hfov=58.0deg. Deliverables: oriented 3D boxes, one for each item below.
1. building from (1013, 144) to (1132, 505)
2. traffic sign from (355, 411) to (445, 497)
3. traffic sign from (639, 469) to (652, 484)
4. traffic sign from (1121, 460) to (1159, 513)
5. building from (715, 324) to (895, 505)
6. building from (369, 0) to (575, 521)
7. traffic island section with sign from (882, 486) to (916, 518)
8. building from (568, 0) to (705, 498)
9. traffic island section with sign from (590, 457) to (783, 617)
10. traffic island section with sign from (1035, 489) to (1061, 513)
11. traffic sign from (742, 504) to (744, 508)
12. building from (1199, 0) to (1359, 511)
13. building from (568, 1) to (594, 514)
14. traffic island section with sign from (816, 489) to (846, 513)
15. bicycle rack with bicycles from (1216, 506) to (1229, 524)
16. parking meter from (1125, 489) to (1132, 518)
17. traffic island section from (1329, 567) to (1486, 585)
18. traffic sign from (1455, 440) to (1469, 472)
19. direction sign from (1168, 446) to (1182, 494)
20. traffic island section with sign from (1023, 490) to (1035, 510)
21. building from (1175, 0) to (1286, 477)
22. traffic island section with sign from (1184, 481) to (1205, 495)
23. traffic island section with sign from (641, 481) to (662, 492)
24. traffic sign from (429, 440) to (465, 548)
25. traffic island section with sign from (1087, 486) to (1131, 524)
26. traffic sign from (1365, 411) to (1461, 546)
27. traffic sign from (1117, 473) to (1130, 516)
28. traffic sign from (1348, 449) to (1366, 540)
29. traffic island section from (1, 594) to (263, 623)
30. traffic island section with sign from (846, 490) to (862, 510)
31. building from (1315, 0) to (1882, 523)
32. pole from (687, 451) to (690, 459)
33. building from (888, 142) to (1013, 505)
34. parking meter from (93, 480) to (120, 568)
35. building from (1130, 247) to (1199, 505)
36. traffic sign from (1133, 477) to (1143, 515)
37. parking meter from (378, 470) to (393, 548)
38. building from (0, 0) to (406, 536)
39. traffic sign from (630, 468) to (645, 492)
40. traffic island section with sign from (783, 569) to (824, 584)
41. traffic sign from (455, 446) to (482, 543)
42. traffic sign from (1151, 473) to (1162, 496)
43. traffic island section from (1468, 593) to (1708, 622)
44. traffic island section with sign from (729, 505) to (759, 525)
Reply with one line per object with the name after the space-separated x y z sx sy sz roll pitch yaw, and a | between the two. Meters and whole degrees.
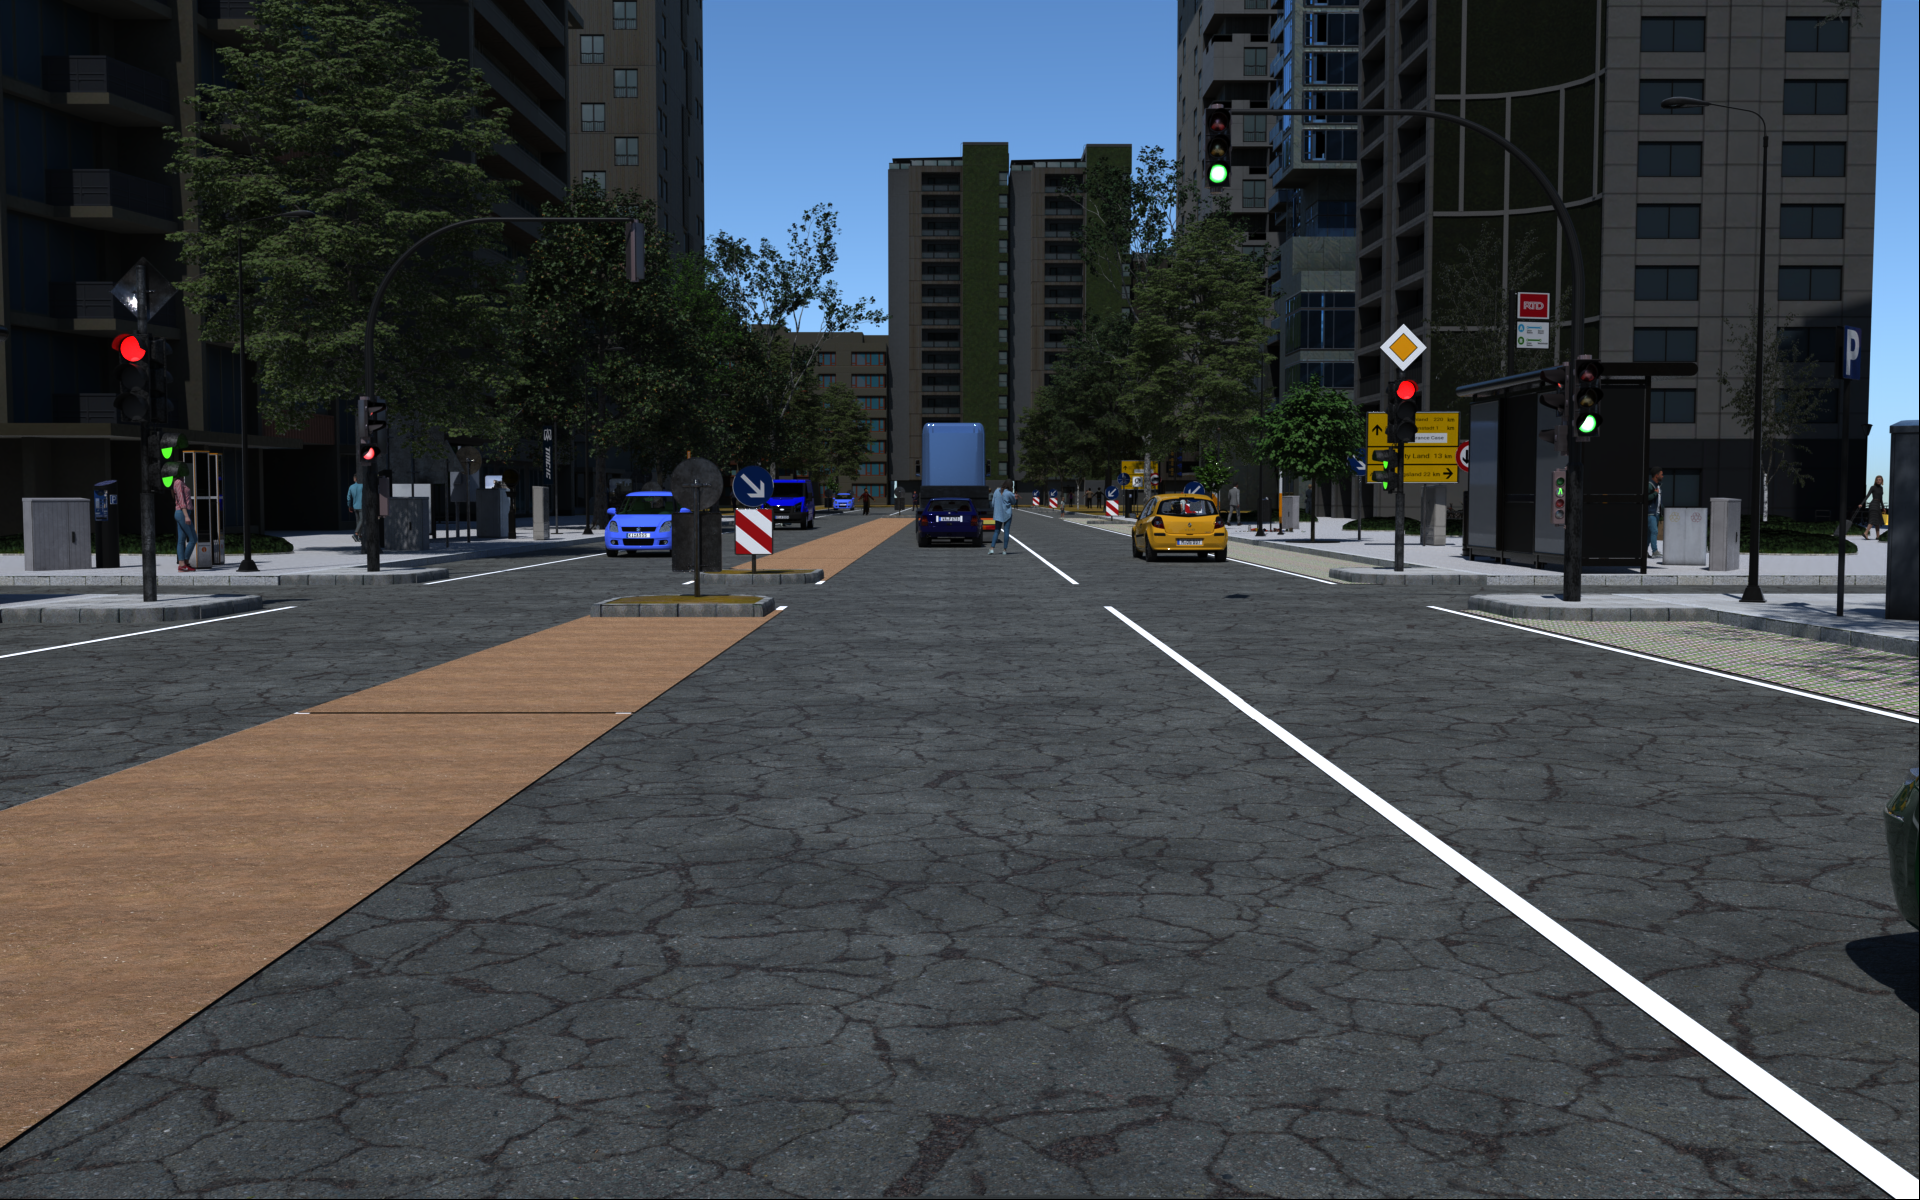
12.675 -31.904 205.227 14.086 41.232 14.154 0 4 0 | building
-13.782 -2.982 42.628 2.265 3.308 0.079 0 4 6 | traffic sign
-15.651 -5.255 86.032 0.768 2.556 0.104 0 4 7 | traffic sign
10.820 -6.757 104.343 2.265 3.308 0.079 0 4 7 | traffic sign
-22.928 -22.423 211.662 28.899 21.520 27.650 0 4 0 | building
-33.355 -28.538 90.291 21.300 48.544 21.600 0 4 0 | building
-3.631 -5.833 103.509 2.006 1.907 1.989 0 4 0 | traffic island section with sign
-37.463 -34.491 153.164 27.495 52.752 28.713 0 4 0 | building
-3.282 -0.785 20.964 2.006 1.907 1.989 0 4 0 | traffic island section with sign
6.887 -7.462 130.630 1.989 1.847 2.006 0 4 0 | traffic island section with sign
-12.814 -6.252 102.231 0.884 2.594 0.081 1 4 8 | traffic sign
30.875 -49.643 124.335 22.319 86.520 31.000 0 4 0 | building
-39.625 -25.889 115.162 32.217 40.220 23.993 0 4 0 | building
-9.842 -7.451 130.448 1.989 1.847 2.006 0 4 0 | traffic island section with sign
10.218 -3.740 74.530 2.925 0.926 2.852 2 4 24 | bicycle rack with bicycles
9.039 -5.167 92.888 0.372 1.533 0.369 0 3 0 | parking meter
7.311 -0.396 28.755 2.009 0.180 2.903 0 4 0 | traffic island section
12.062 -2.496 40.913 0.768 2.556 0.104 0 4 3 | traffic sign
10.089 -5.457 81.211 0.876 3.537 0.379 -3 4 -38 | direction sign
6.769 -9.111 157.585 1.989 1.847 2.006 0 4 0 | traffic island section with sign
34.319 -34.577 154.574 28.713 52.752 27.495 0 4 0 | building
7.200 -2.826 54.828 1.989 1.847 2.006 0 4 0 | traffic island section with sign
-9.517 -2.737 53.372 1.989 1.847 2.006 0 4 0 | traffic island section with sign
-12.286 -2.535 41.450 0.884 2.594 0.081 0 4 7 | traffic sign
7.086 -4.531 82.702 1.989 1.847 2.006 0 4 0 | traffic island section with sign
11.108 -2.978 42.558 2.265 3.308 0.079 0 4 5 | traffic sign
9.736 -6.289 102.934 0.768 2.556 0.104 1 4 8 | traffic sign
11.179 -2.954 48.407 0.768 2.556 0.104 0 4 6 | traffic sign
-9.697 0.096 20.704 2.009 0.180 2.903 0 4 0 | traffic island section
-9.945 -9.133 157.946 1.989 1.847 2.006 0 4 0 | traffic island section with sign
30.172 -39.579 85.368 20.563 71.187 20.611 0 4 0 | building
-12.771 -5.370 81.649 0.158 3.312 0.155 0 3 0 | pole
-1.406 -31.842 204.209 14.086 41.232 14.154 0 4 0 | building
-14.816 -1.325 30.073 0.372 1.533 0.369 0 3 0 | parking meter
26.772 -26.532 205.493 14.107 30.474 14.160 0 4 0 | building
10.374 -6.057 101.164 0.606 2.300 0.079 0 4 8 | traffic sign
-13.783 -2.185 41.433 0.399 1.863 0.255 2 4 35 | parking meter
-31.372 -24.500 55.206 22.147 44.769 28.867 0 4 0 | building
-15.385 -5.034 82.306 0.884 2.594 0.081 0 4 4 | traffic sign
-3.304 -1.238 28.371 2.006 1.907 1.989 0 4 0 | traffic island section with sign
-13.000 -2.793 45.764 0.768 2.556 0.104 0 4 8 | traffic sign
11.661 -6.328 103.565 0.768 2.556 0.104 0 4 7 | traffic sign
7.345 0.092 20.770 2.009 0.180 2.903 0 4 0 | traffic island section
-9.622 -4.385 80.327 1.989 1.847 2.006 0 4 0 | traffic island section with sign
